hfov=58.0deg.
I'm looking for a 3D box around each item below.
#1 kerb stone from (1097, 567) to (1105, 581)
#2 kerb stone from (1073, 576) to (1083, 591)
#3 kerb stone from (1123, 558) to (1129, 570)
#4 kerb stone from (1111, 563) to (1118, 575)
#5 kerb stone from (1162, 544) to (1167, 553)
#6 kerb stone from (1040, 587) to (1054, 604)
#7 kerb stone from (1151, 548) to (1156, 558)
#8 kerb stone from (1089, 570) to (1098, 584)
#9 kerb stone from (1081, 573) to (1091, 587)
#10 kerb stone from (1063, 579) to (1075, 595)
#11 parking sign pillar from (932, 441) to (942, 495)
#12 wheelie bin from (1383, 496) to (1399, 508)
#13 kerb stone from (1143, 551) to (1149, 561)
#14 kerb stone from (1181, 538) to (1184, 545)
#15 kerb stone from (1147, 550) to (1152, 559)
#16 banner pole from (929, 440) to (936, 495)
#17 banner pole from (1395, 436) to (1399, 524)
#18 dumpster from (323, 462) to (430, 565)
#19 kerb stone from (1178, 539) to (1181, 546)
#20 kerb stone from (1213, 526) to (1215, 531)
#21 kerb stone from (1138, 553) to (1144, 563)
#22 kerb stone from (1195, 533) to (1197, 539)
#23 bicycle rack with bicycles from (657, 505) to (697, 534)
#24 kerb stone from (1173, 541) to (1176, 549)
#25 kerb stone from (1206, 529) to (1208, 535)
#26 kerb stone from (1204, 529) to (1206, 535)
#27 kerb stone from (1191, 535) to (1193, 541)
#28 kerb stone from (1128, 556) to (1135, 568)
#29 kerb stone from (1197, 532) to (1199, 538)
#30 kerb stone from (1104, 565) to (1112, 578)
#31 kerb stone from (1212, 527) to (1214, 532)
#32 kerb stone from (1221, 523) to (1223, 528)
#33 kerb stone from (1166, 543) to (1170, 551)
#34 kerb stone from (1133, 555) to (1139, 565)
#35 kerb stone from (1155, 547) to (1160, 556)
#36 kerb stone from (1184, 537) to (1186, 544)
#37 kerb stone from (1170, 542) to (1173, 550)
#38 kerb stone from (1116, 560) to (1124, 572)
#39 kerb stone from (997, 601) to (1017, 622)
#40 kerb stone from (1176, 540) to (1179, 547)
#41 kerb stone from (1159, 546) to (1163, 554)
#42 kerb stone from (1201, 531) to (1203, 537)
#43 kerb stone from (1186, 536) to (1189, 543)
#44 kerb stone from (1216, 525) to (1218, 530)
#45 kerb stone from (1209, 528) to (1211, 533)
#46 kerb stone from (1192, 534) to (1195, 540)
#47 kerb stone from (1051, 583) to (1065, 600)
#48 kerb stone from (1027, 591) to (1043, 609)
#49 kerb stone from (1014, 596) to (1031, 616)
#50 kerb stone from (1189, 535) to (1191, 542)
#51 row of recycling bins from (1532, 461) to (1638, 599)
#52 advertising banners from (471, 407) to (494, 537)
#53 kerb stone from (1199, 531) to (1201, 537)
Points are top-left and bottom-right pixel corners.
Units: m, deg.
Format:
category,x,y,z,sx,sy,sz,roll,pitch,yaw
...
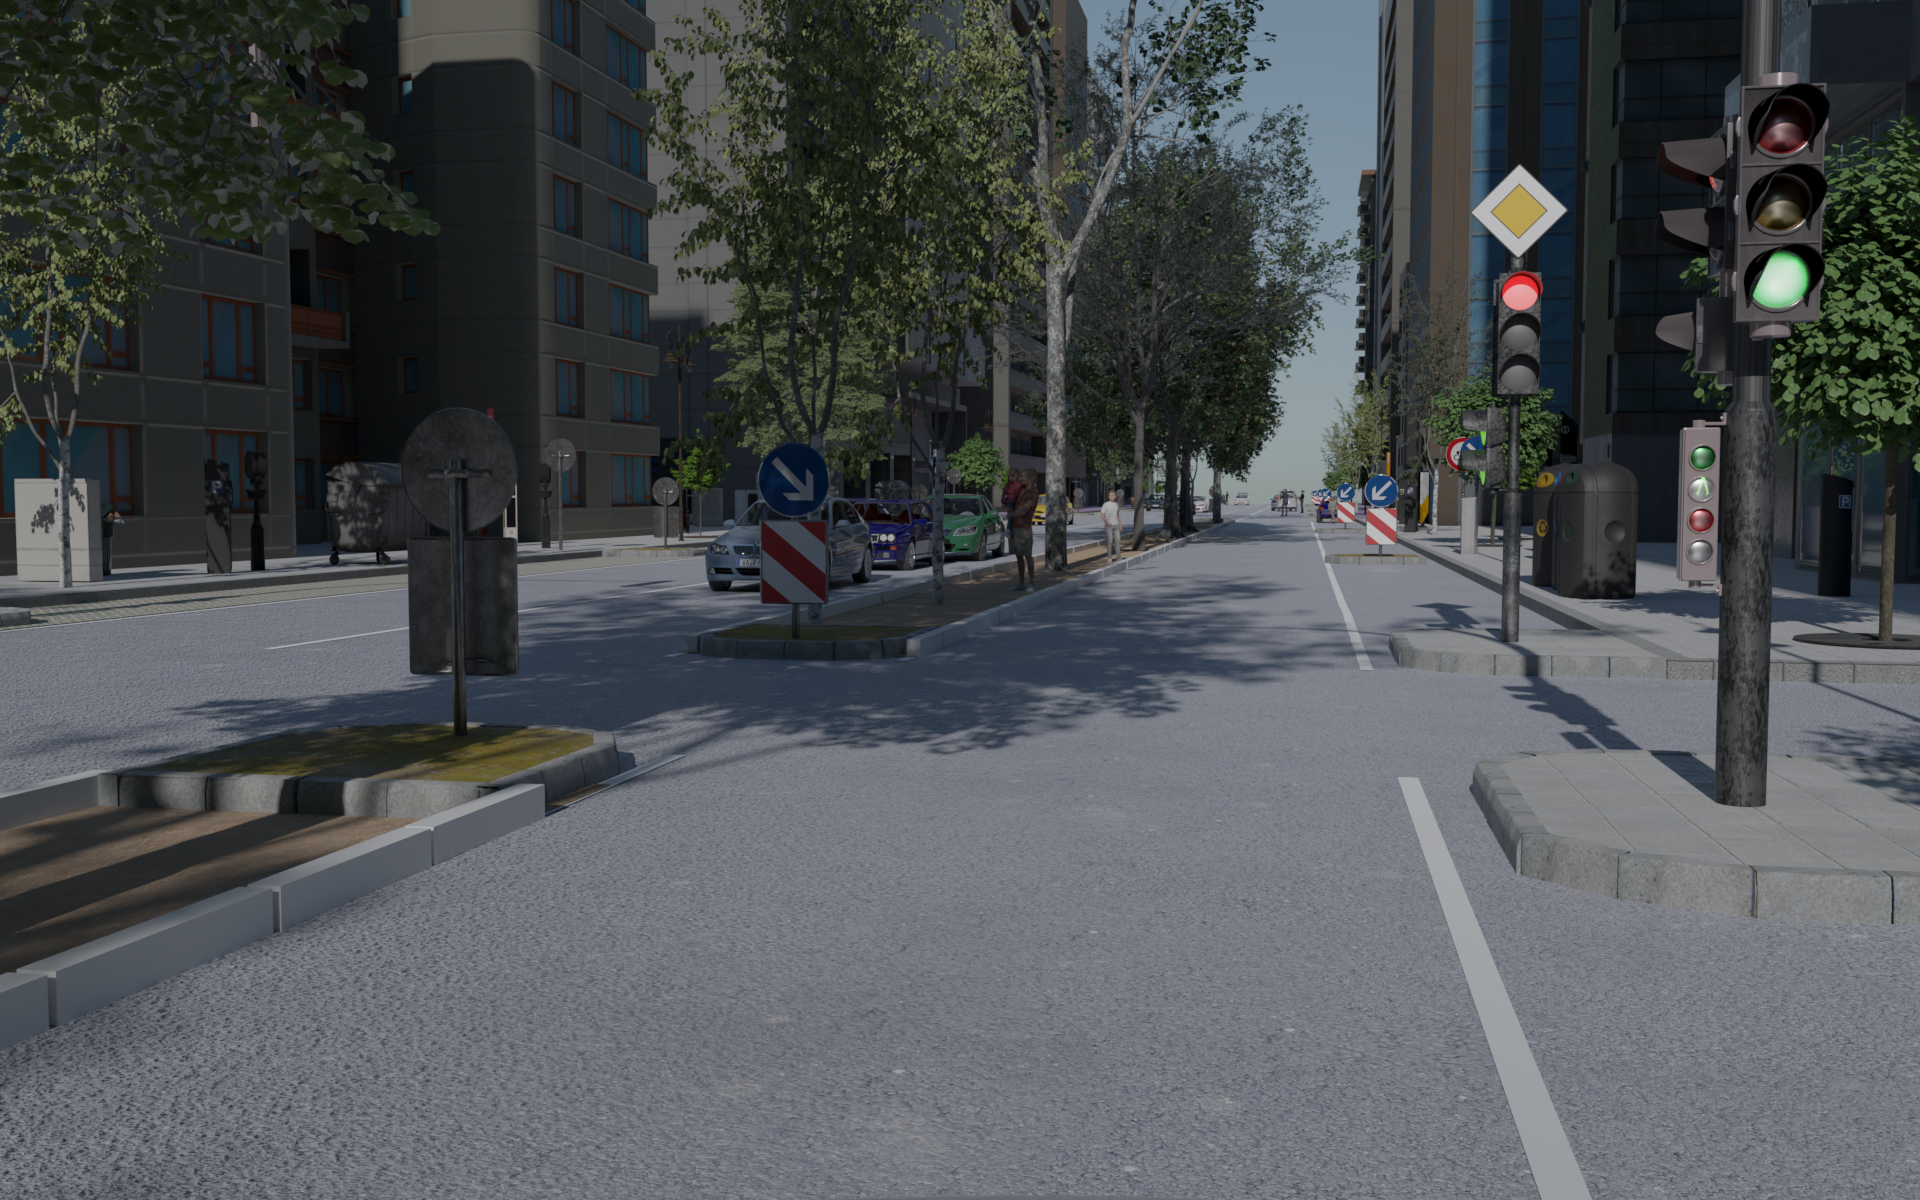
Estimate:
category,x,y,z,sx,sy,sz,roll,pitch,yaw
kerb stone,2.254,-0.403,28.793,0.120,0.150,1.000,1,4,11
kerb stone,1.668,-0.219,25.774,0.120,0.150,1.000,1,4,11
kerb stone,3.055,-0.647,32.818,0.120,0.150,1.000,1,4,11
kerb stone,2.655,-0.526,30.801,0.120,0.150,1.000,1,4,11
kerb stone,4.842,-1.204,41.877,0.120,0.150,1.000,1,4,11
kerb stone,1.073,-0.034,22.752,0.120,0.150,1.000,1,4,11
kerb stone,4.245,-1.019,38.852,0.120,0.150,1.000,1,4,11
kerb stone,2.058,-0.341,27.790,0.120,0.150,1.000,1,4,11
kerb stone,1.869,-0.275,26.786,0.120,0.150,1.000,1,4,11
kerb stone,1.481,-0.157,24.769,0.120,0.150,1.000,1,4,11
parking sign pillar,-1.136,-6.047,87.337,1.447,3.967,1.447,0,4,4
wheelie bin,19.624,-4.384,79.591,0.980,1.594,0.693,0,4,4
kerb stone,3.855,-0.896,36.844,0.120,0.150,1.000,1,4,11
kerb stone,6.032,-1.574,47.926,0.120,0.150,1.000,1,4,11
kerb stone,4.044,-0.957,37.850,0.120,0.150,1.000,1,4,11
banner pole,-1.198,-5.507,80.061,0.863,3.779,0.401,3,5,42
banner pole,18.850,-5.177,74.655,0.401,3.779,0.863,1,4,21
dumpster,-10.719,-1.600,31.922,1.264,1.857,1.865,1,4,11
kerb stone,5.830,-1.512,46.915,0.120,0.150,1.000,1,4,11
kerb stone,9.392,-2.614,65.026,0.120,0.150,1.000,1,4,11
kerb stone,3.648,-0.832,35.832,0.120,0.150,1.000,1,4,11
kerb stone,7.218,-1.943,53.956,0.120,0.150,1.000,1,4,11
bicycle rack with bicycles,-9.879,-2.641,56.568,2.852,0.926,2.925,0,4,-6
kerb stone,5.434,-1.389,44.898,0.120,0.150,1.000,1,4,11
kerb stone,8.406,-2.312,59.990,0.120,0.150,1.000,1,4,11
kerb stone,8.206,-2.250,58.978,0.120,0.150,1.000,1,4,11
kerb stone,6.819,-1.817,51.944,0.120,0.150,1.000,1,4,11
kerb stone,3.259,-0.708,33.820,0.120,0.150,1.000,1,4,11
kerb stone,7.417,-2.004,54.960,0.120,0.150,1.000,1,4,11
kerb stone,2.457,-0.464,29.798,0.120,0.150,1.000,1,4,11
kerb stone,9.201,-2.554,64.022,0.120,0.150,1.000,1,4,11
kerb stone,10.586,-2.985,71.058,0.120,0.150,1.000,1,4,11
kerb stone,5.048,-1.266,42.887,0.120,0.150,1.000,1,4,11
kerb stone,3.451,-0.773,34.829,0.120,0.150,1.000,1,4,11
kerb stone,4.434,-1.080,39.859,0.120,0.150,1.000,1,4,11
kerb stone,6.226,-1.632,48.930,0.120,0.150,1.000,1,4,11
kerb stone,5.232,-1.324,43.894,0.120,0.150,1.000,1,4,11
kerb stone,2.856,-0.588,31.811,0.120,0.150,1.000,1,4,11
kerb stone,0.482,0.150,19.743,0.120,0.150,1.000,1,4,11
kerb stone,5.629,-1.450,45.901,0.120,0.150,1.000,1,4,11
kerb stone,4.640,-1.138,40.868,0.120,0.150,1.000,1,4,11
kerb stone,7.807,-2.126,56.973,0.120,0.150,1.000,1,4,11
kerb stone,6.424,-1.697,49.937,0.120,0.150,1.000,1,4,11
kerb stone,9.797,-2.737,67.045,0.120,0.150,1.000,1,4,11
kerb stone,8.800,-2.435,62.012,0.120,0.150,1.000,1,4,11
kerb stone,7.015,-1.881,52.952,0.120,0.150,1.000,1,4,11
kerb stone,1.273,-0.096,23.762,0.120,0.150,1.000,1,4,11
kerb stone,0.873,0.027,21.750,0.120,0.150,1.000,1,4,11
kerb stone,0.687,0.089,20.745,0.120,0.150,1.000,1,4,11
kerb stone,6.622,-1.758,50.941,0.120,0.150,1.000,1,4,11
row of recycling bins,8.213,-0.956,22.751,1.069,1.692,3.534,1,4,11
advertising banners,-9.855,-2.420,35.760,0.090,3.025,2.074,-2,4,-27
kerb stone,7.620,-2.066,55.968,0.120,0.150,1.000,1,4,11
